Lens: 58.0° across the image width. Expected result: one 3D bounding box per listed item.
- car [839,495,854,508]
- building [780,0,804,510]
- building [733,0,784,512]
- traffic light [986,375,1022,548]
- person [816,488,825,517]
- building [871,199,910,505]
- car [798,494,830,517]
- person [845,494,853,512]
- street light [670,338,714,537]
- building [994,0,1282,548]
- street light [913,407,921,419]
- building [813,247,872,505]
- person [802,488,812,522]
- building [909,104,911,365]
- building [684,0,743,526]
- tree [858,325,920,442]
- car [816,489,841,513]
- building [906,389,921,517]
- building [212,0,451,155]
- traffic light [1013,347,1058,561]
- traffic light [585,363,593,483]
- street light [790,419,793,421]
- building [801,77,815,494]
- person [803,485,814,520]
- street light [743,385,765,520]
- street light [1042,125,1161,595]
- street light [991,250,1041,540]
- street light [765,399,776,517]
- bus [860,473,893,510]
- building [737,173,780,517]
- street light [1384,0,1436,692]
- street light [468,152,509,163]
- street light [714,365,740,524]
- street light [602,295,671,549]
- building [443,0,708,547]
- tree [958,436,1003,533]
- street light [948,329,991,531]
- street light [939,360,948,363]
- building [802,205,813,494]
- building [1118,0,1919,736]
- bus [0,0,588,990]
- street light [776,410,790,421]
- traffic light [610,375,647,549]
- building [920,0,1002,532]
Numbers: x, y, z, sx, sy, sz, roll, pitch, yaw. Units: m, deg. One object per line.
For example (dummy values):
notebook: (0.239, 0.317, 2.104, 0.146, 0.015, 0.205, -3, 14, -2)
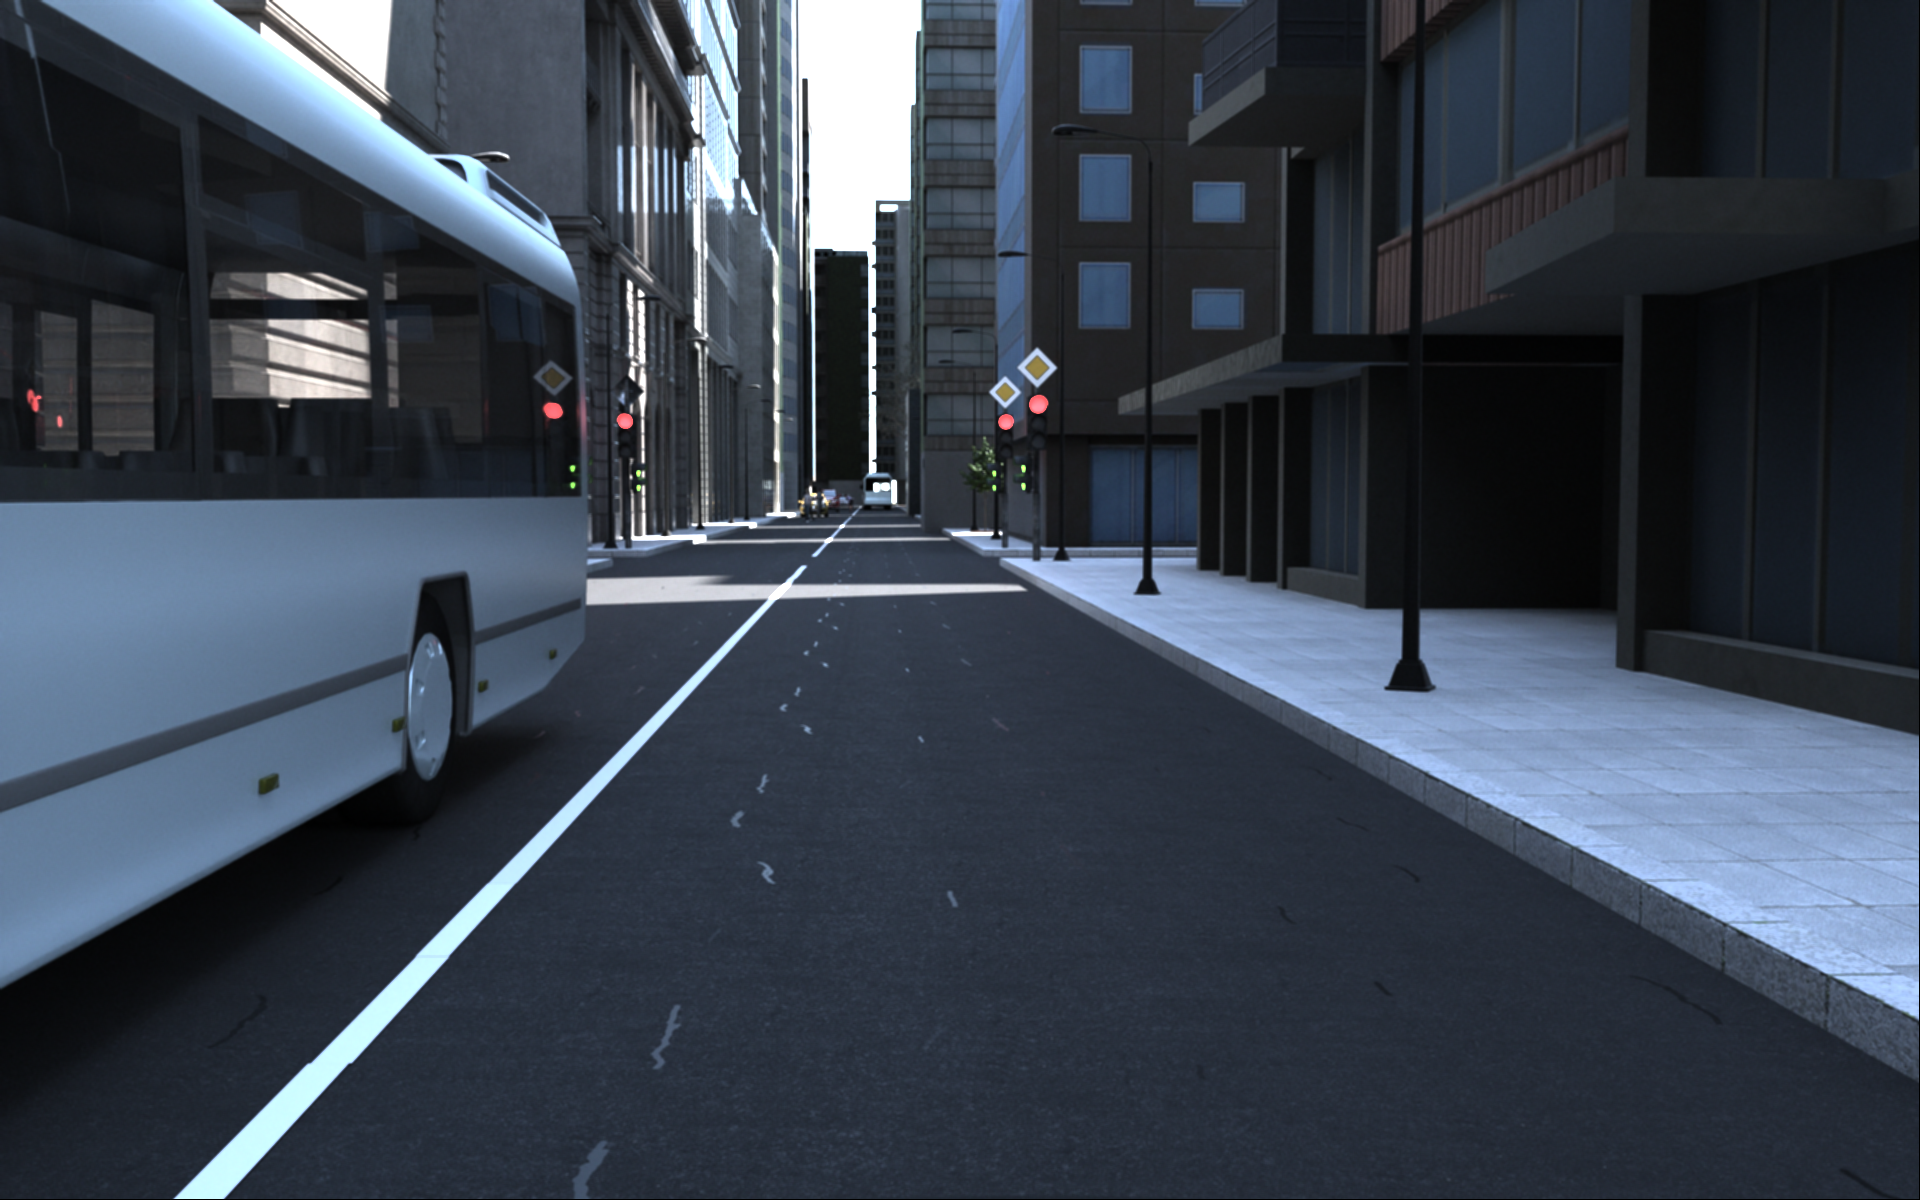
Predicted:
car: (-12.040, -10.241, 179.801, 2.083, 1.381, 4.827, 0, 4, -3)
building: (-24.181, -36.781, 143.373, 21.231, 58.520, 28.212, 0, 4, -3)
building: (-19.933, -26.812, 121.971, 14.154, 41.232, 14.086, 0, 4, -3)
traffic light: (1.052, -3.196, 41.176, 0.839, 4.253, 0.868, 0, 4, -3)
person: (-8.540, -5.960, 106.123, 0.466, 1.800, 0.511, 1, 4, 10)
building: (0.960, -32.047, 215.843, 23.993, 40.220, 32.217, 0, 4, -3)
car: (-9.113, -6.012, 108.512, 2.015, 1.641, 3.980, 0, 4, -3)
person: (-8.749, -7.625, 136.398, 0.697, 1.427, 0.421, 0, 4, -2)
street light: (-8.227, -4.834, 51.583, 1.470, 5.913, 1.316, 0, 4, -3)
building: (8.427, -24.271, 46.942, 14.200, 45.320, 14.600, 0, 4, -3)
street light: (-1.634, -7.326, 92.316, 1.470, 5.913, 1.316, 0, 4, -3)
building: (-17.594, -26.551, 205.805, 14.107, 30.474, 14.160, 0, 4, -3)
person: (-7.691, -4.791, 87.500, 0.731, 1.740, 0.598, 2, 4, 34)
building: (2.877, -28.959, 157.077, 14.154, 41.232, 14.086, 0, 4, -3)
building: (-16.672, -18.437, 78.930, 11.434, 29.767, 29.804, 0, 4, -3)
tree: (-2.149, -12.961, 122.278, 12.009, 13.543, 11.850, 0, 3, 0)
car: (-10.490, -7.804, 136.265, 2.281, 1.827, 5.304, 0, 4, -4)
building: (8.261, -48.122, 99.472, 22.319, 86.520, 31.000, 0, 4, -3)
building: (-18.541, -12.092, 26.583, 19.941, 23.489, 11.050, 0, 4, -3)
traffic light: (1.453, -2.708, 33.201, 0.839, 4.253, 0.868, 0, 4, -3)
traffic light: (-7.397, -2.680, 32.742, 0.839, 4.253, 0.868, 0, 4, -3)
street light: (-11.010, -8.221, 106.954, 1.470, 5.913, 1.316, 0, 4, -3)
building: (-22.752, -32.600, 183.122, 14.200, 45.320, 14.600, 0, 4, -3)
person: (-8.240, -5.288, 94.315, 0.648, 1.900, 0.474, 2, 4, 35)
street light: (-9.240, -6.210, 74.072, 1.470, 5.913, 1.316, 0, 4, -3)
street light: (1.858, -3.024, 21.984, 1.470, 5.913, 1.316, 0, 4, -3)
street light: (1.418, -3.709, 33.186, 1.470, 5.913, 1.316, 0, 4, -3)
street light: (-9.918, -6.869, 84.853, 1.470, 5.913, 1.316, 0, 4, -3)
bus: (-7.738, -10.148, 160.786, 2.948, 3.499, 13.247, 0, 4, -4)
building: (-16.398, -15.156, 102.550, 10.420, 20.320, 16.860, 0, 4, -3)
street light: (2.421, -2.364, 11.197, 1.470, 5.913, 1.316, 0, 4, -3)
street light: (-6.832, -3.128, 23.691, 1.470, 5.913, 1.316, 0, 4, -3)
street light: (-8.830, -5.494, 62.367, 1.470, 5.913, 1.316, 0, 4, -3)
street light: (-7.686, -4.163, 40.613, 1.470, 5.913, 1.316, 0, 4, -3)
building: (-15.357, -12.860, 52.058, 13.314, 21.916, 24.055, 0, 4, -3)
tree: (0.717, -3.851, 57.566, 1.663, 3.219, 1.824, 0, 3, 0)
street light: (0.484, -4.663, 48.774, 1.470, 5.913, 1.316, 0, 4, -3)
street light: (-0.036, -5.346, 59.952, 1.470, 5.913, 1.316, 0, 4, -3)
building: (-21.790, -24.118, 166.031, 14.160, 30.474, 14.107, 0, 4, -3)
building: (14.251, -22.102, 15.995, 22.147, 44.769, 28.867, 0, 4, -3)
bus: (-3.420, -0.577, 4.302, 2.948, 3.499, 13.247, 0, 4, -2)
street light: (-10.355, -7.542, 95.846, 1.470, 5.913, 1.316, 0, 4, -3)
traffic light: (-7.798, -3.168, 40.717, 0.839, 4.253, 0.868, 0, 4, -3)
building: (5.348, -23.645, 70.184, 14.154, 41.232, 14.086, 0, 4, -3)
